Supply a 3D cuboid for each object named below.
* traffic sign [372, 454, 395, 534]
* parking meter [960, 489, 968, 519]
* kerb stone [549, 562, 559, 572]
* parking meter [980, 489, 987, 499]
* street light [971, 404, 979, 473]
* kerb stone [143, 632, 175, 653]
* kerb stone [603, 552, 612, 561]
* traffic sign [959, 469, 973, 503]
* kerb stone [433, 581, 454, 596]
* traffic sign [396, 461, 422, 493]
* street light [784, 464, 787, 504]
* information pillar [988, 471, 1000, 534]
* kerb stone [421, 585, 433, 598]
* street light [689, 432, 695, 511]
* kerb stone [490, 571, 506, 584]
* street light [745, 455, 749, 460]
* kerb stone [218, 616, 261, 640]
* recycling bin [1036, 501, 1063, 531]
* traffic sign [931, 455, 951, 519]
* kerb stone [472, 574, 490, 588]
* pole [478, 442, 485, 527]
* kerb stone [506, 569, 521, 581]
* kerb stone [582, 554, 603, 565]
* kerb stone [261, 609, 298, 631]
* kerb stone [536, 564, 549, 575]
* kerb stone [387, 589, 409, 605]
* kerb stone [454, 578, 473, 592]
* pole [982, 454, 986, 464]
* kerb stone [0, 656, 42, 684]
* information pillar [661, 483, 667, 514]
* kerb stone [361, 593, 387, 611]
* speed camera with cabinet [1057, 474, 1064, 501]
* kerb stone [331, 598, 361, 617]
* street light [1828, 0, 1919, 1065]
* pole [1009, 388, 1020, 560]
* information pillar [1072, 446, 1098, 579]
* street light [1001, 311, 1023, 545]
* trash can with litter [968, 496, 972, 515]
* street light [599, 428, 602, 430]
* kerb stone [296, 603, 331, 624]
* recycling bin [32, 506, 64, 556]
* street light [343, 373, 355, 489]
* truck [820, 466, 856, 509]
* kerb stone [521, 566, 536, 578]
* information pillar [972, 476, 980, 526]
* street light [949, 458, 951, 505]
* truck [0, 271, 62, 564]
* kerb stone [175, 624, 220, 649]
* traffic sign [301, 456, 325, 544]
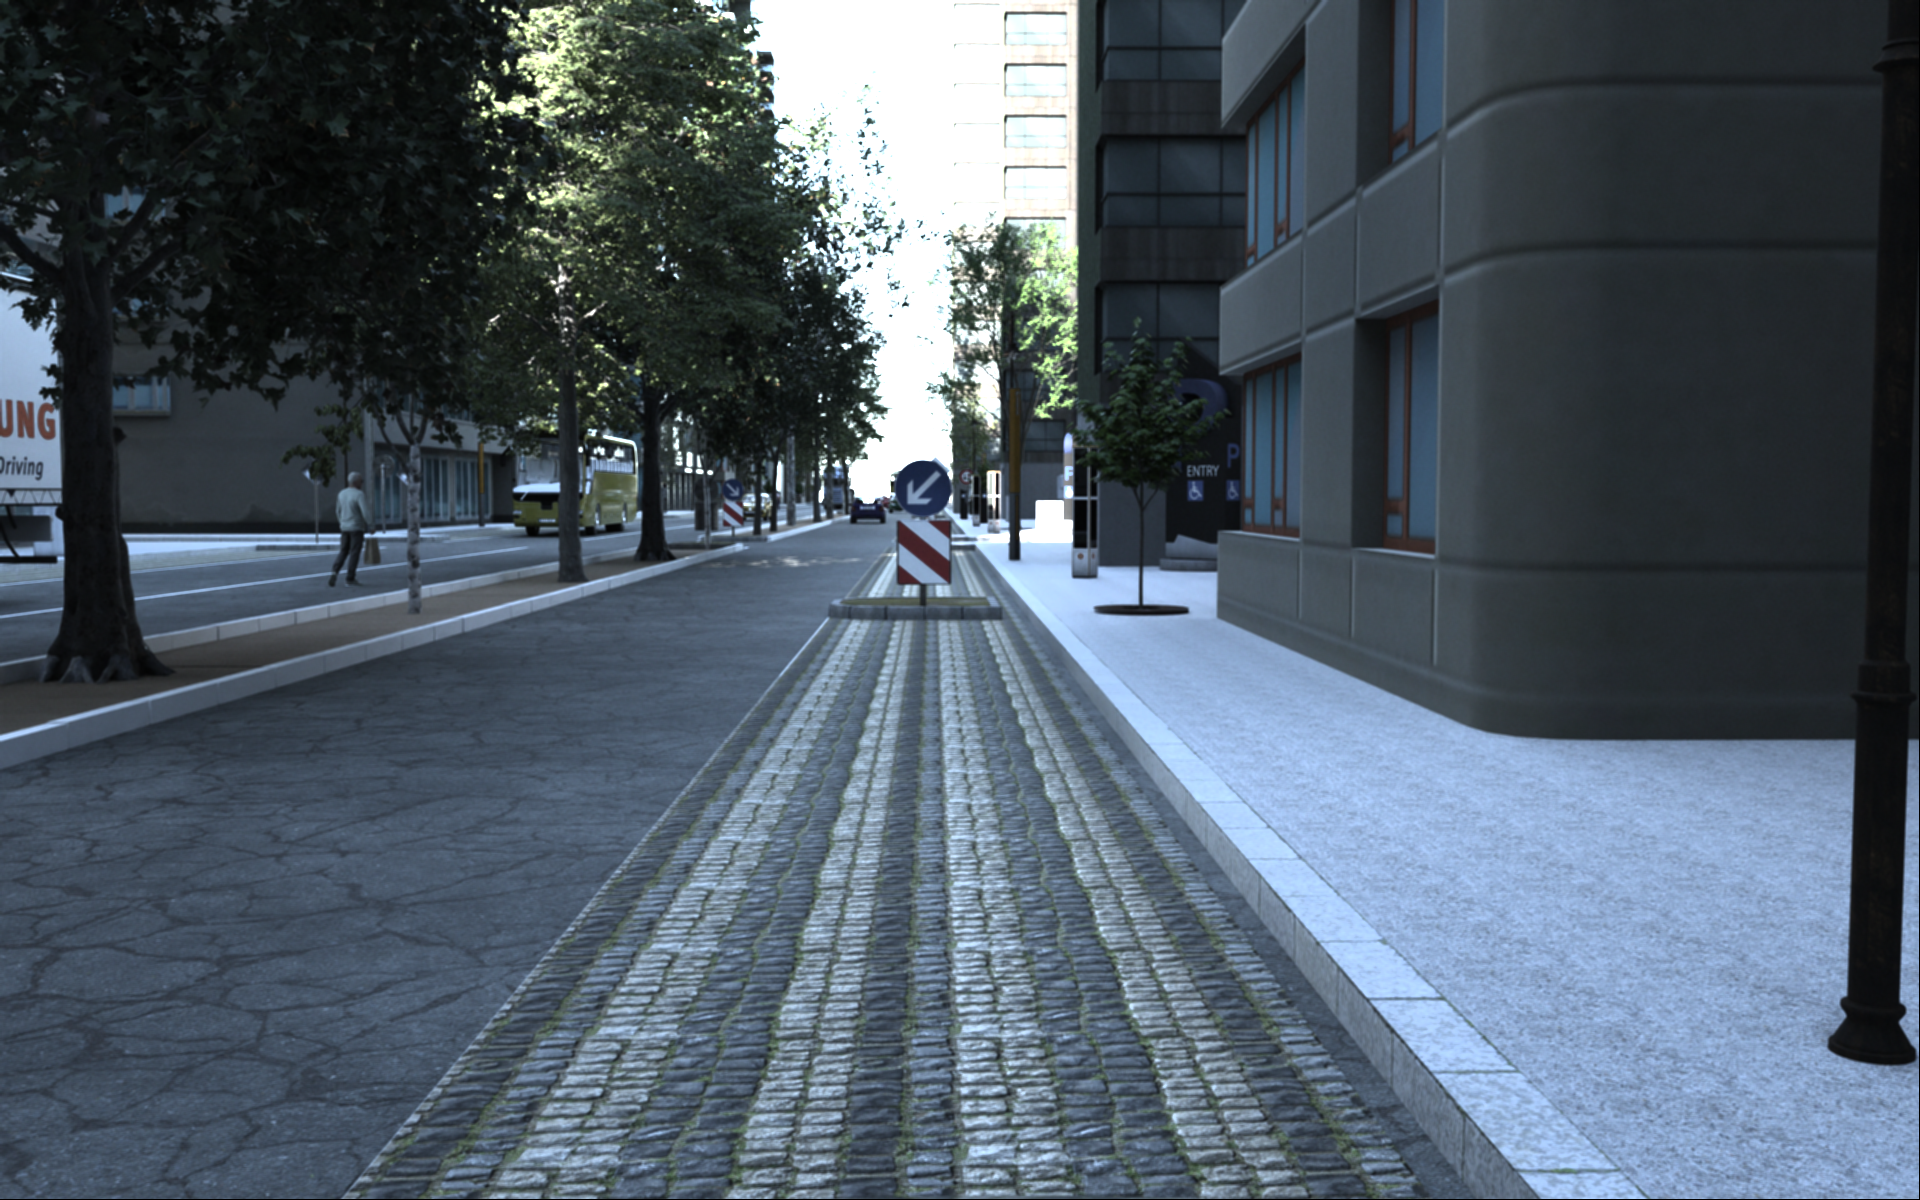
[{"bbox_3d":[-18.550,-3.401,55.712,0.768,2.556,0.104,0,4,8],"label":"traffic sign"},{"bbox_3d":[0.196,-4.860,87.871,0.372,1.533,0.369,0,3,0],"label":"parking meter"},{"bbox_3d":[-7.531,-0.584,31.738,0.120,0.150,1.000,0,4,-1],"label":"kerb stone"},{"bbox_3d":[1.115,-4.529,82.467,0.372,1.533,0.369,0,3,0],"label":"parking meter"},{"bbox_3d":[0.712,-7.037,87.841,0.468,5.910,1.993,0,4,-1],"label":"street light"},{"bbox_3d":[-7.265,0.419,15.348,0.120,0.150,1.000,0,4,-1],"label":"kerb stone"},{"bbox_3d":[-7.618,-0.897,36.862,0.120,0.150,1.000,0,4,-1],"label":"kerb stone"},{"bbox_3d":[0.356,-5.440,89.058,0.768,2.556,0.104,0,4,2],"label":"traffic sign"},{"bbox_3d":[-7.421,-0.144,24.578,0.120,0.150,1.000,0,4,-1],"label":"kerb stone"},{"bbox_3d":[-16.805,-3.010,52.857,0.795,2.450,0.064,0,4,-1],"label":"traffic sign"},{"bbox_3d":[-21.441,-14.725,213.534,0.468,5.910,1.993,0,4,-1],"label":"street light"},{"bbox_3d":[1.101,-3.168,56.290,0.304,2.012,0.304,3,5,42],"label":"information pillar"},{"bbox_3d":[-7.406,-0.083,23.555,0.120,0.150,1.000,0,4,-1],"label":"kerb stone"},{"bbox_3d":[-20.044,-9.587,129.542,0.468,5.910,1.993,0,4,-1],"label":"street light"},{"bbox_3d":[-7.472,-0.330,27.647,0.120,0.150,1.000,0,4,-1],"label":"kerb stone"},{"bbox_3d":[-20.763,-12.036,169.573,0.468,5.910,1.993,0,4,-1],"label":"street light"},{"bbox_3d":[-7.298,0.294,17.393,0.120,0.150,1.000,0,4,-1],"label":"kerb stone"},{"bbox_3d":[3.144,-2.944,60.681,0.722,1.027,0.722,-2,4,-24],"label":"recycling bin"},{"bbox_3d":[-0.633,-2.536,45.113,0.795,2.450,0.064,0,4,-1],"label":"traffic sign"},{"bbox_3d":[-7.449,-0.271,26.625,0.120,0.150,1.000,0,4,-1],"label":"kerb stone"},{"bbox_3d":[-18.753,-4.526,67.836,0.158,3.312,0.155,0,3,0],"label":"pole"},{"bbox_3d":[-7.490,-0.396,28.671,0.120,0.150,1.000,0,4,-1],"label":"kerb stone"},{"bbox_3d":[-7.604,-0.830,35.841,0.120,0.150,1.000,0,4,-1],"label":"kerb stone"},{"bbox_3d":[-7.320,0.233,18.424,0.120,0.150,1.000,0,4,-1],"label":"kerb stone"},{"bbox_3d":[-7.511,-0.519,30.716,0.120,0.150,1.000,0,4,-1],"label":"kerb stone"},{"bbox_3d":[-7.388,-0.015,22.533,0.120,0.150,1.000,0,4,-1],"label":"kerb stone"},{"bbox_3d":[-7.437,-0.202,25.603,0.120,0.150,1.000,0,4,-1],"label":"kerb stone"},{"bbox_3d":[1.202,-5.722,87.395,0.158,3.312,0.155,0,3,0],"label":"pole"},{"bbox_3d":[-7.235,0.546,13.304,0.120,0.150,1.000,0,4,-1],"label":"kerb stone"},{"bbox_3d":[-19.519,-6.713,114.244,0.304,2.012,0.304,-2,4,-32],"label":"information pillar"},{"bbox_3d":[-7.369,0.044,21.507,0.120,0.150,1.000,0,4,-1],"label":"kerb stone"},{"bbox_3d":[5.723,-5.422,82.987,2.038,3.252,0.660,1,4,16],"label":"speed camera with cabinet"},{"bbox_3d":[-7.346,0.105,20.484,0.120,0.150,1.000,0,4,-1],"label":"kerb stone"},{"bbox_3d":[2.093,-1.897,3.798,0.468,5.910,1.993,0,4,-1],"label":"street light"},{"bbox_3d":[1.062,-2.429,33.550,0.158,3.312,0.155,0,3,0],"label":"pole"},{"bbox_3d":[1.908,-1.341,26.424,0.304,2.012,0.304,2,4,31],"label":"information pillar"},{"bbox_3d":[1.308,-4.345,43.827,0.468,5.910,1.993,0,4,-1],"label":"street light"},{"bbox_3d":[0.918,-5.782,105.927,0.624,1.170,1.055,-1,4,-21],"label":"trash can with litter"},{"bbox_3d":[-19.536,-7.369,93.270,0.468,5.910,1.993,0,4,-1],"label":"street light"},{"bbox_3d":[-7.332,0.168,19.456,0.120,0.150,1.000,0,4,-1],"label":"kerb stone"},{"bbox_3d":[-18.738,-1.427,35.885,0.722,1.027,0.722,-1,4,-17],"label":"recycling bin"},{"bbox_3d":[-18.886,-4.920,53.238,0.468,5.910,1.993,0,4,-1],"label":"street light"},{"bbox_3d":[-11.505,-10.977,169.240,2.967,4.110,18.799,0,4,0],"label":"truck"},{"bbox_3d":[-7.495,-0.456,29.693,0.120,0.150,1.000,0,4,-1],"label":"kerb stone"},{"bbox_3d":[0.646,-3.930,68.743,0.304,2.012,0.304,0,4,-3],"label":"information pillar"},{"bbox_3d":[-1.204,-14.162,204.329,0.468,5.910,1.993,0,4,-1],"label":"street light"},{"bbox_3d":[-13.108,-1.746,17.460,2.839,4.237,11.283,0,4,-1],"label":"truck"},{"bbox_3d":[-7.286,0.361,16.371,0.120,0.150,1.000,0,4,-1],"label":"kerb stone"},{"bbox_3d":[-16.675,-2.522,44.873,0.795,2.450,0.064,0,4,-1],"label":"traffic sign"}]
